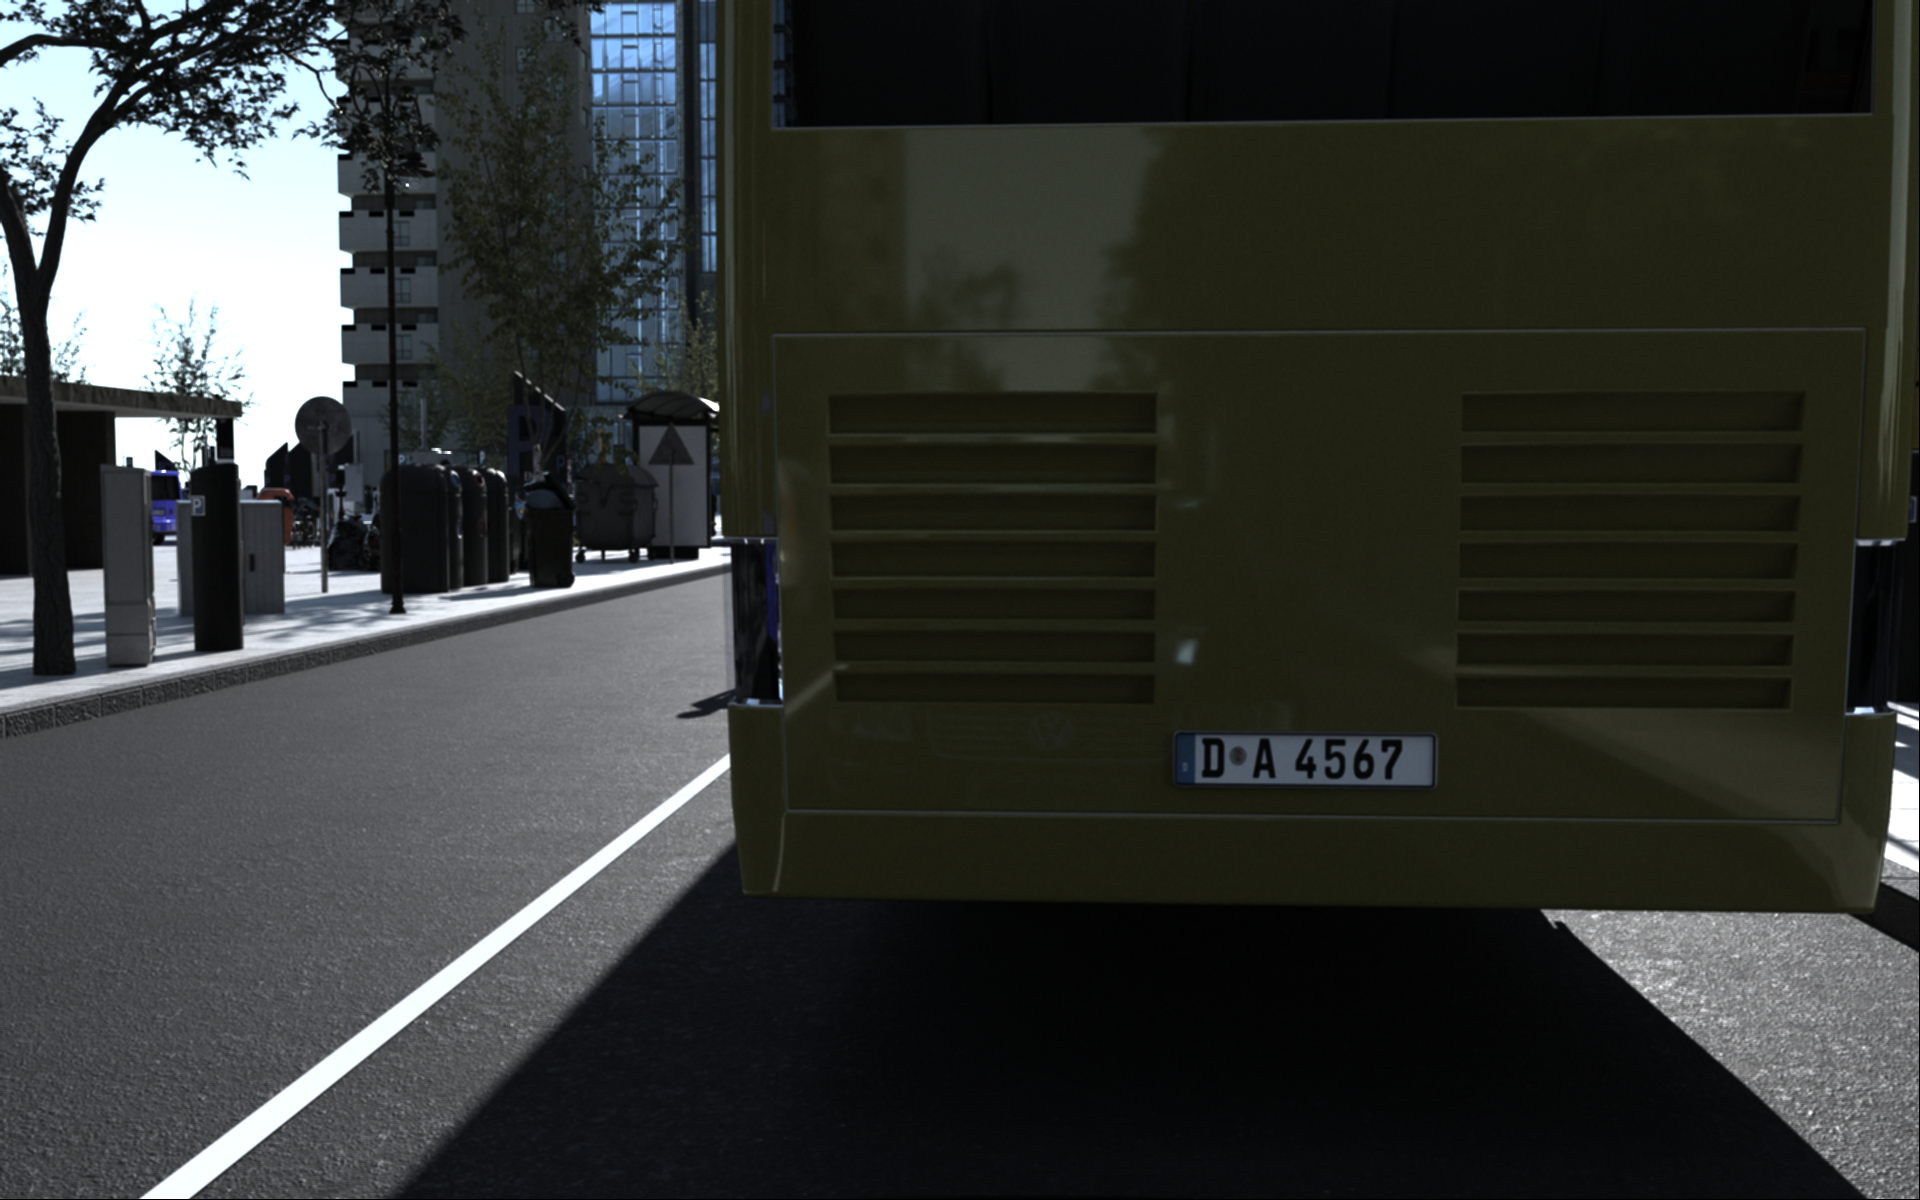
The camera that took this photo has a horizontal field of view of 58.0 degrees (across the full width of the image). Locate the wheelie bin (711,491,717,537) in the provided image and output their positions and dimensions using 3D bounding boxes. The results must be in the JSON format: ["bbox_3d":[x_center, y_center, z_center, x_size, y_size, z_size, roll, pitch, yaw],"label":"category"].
[{"bbox_3d":[-7.729,-2.712,52.248,0.693,1.594,0.980,-2,4,-24],"label":"wheelie bin"}]

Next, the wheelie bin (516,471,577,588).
[{"bbox_3d":[-5.671,-0.979,23.915,0.693,1.594,0.980,-1,4,-20],"label":"wheelie bin"}]

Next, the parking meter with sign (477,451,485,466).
[{"bbox_3d":[-18.600,-4.521,70.180,1.738,3.016,0.543,1,4,10],"label":"parking meter with sign"}]

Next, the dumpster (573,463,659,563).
[{"bbox_3d":[-6.521,-1.653,32.778,1.264,1.857,1.865,0,4,4],"label":"dumpster"}]

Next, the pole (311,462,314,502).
[{"bbox_3d":[-40.580,-7.006,108.396,0.158,3.312,0.155,0,3,0],"label":"pole"}]

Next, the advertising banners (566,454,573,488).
[{"bbox_3d":[-17.151,-4.775,74.257,0.090,3.025,2.074,1,4,20],"label":"advertising banners"}]

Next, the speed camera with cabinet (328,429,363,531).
[{"bbox_3d":[-18.837,-3.588,53.005,0.660,3.252,2.038,-2,4,-33],"label":"speed camera with cabinet"}]

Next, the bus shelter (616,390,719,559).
[{"bbox_3d":[-5.542,-2.613,36.653,2.014,3.302,5.546,0,4,4],"label":"bus shelter"}]

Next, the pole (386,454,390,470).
[{"bbox_3d":[-29.466,-5.836,89.257,0.158,3.312,0.155,0,3,0],"label":"pole"}]

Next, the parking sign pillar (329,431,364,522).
[{"bbox_3d":[-26.091,-5.197,73.440,1.447,3.967,1.447,2,4,27],"label":"parking sign pillar"}]

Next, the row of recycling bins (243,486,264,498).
[{"bbox_3d":[-38.693,-5.264,93.176,3.534,1.692,1.069,-1,4,-15],"label":"row of recycling bins"}]

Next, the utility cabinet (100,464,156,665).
[{"bbox_3d":[-6.367,-0.283,13.305,0.318,1.500,1.173,-1,4,-23],"label":"utility cabinet"}]

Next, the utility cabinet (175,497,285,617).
[{"bbox_3d":[-7.757,-0.444,18.423,1.020,1.237,0.306,-2,4,-31],"label":"utility cabinet"}]

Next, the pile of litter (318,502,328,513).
[{"bbox_3d":[-42.596,-6.199,115.320,1.176,0.858,1.719,3,5,40],"label":"pile of litter"}]

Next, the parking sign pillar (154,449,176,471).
[{"bbox_3d":[-47.911,-7.106,104.652,1.447,3.967,1.447,2,4,31],"label":"parking sign pillar"}]

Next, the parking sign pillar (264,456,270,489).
[{"bbox_3d":[-34.995,-6.129,88.681,1.447,3.967,1.447,2,4,24],"label":"parking sign pillar"}]

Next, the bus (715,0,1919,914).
[{"bbox_3d":[1.099,-1.108,9.670,2.896,3.916,12.252,0,4,4],"label":"bus"}]

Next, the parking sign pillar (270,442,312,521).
[{"bbox_3d":[-29.342,-5.397,76.719,1.447,3.967,1.447,1,4,21],"label":"parking sign pillar"}]

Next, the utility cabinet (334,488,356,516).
[{"bbox_3d":[-23.881,-3.592,67.415,0.318,1.500,1.173,1,4,13],"label":"utility cabinet"}]

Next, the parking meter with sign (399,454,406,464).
[{"bbox_3d":[-23.633,-4.833,75.285,1.738,3.016,0.543,1,4,23],"label":"parking meter with sign"}]

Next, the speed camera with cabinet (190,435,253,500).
[{"bbox_3d":[-25.196,-3.961,59.104,0.660,3.252,2.038,2,4,31],"label":"speed camera with cabinet"}]

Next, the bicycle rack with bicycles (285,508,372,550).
[{"bbox_3d":[-15.035,-1.669,40.674,2.852,0.926,2.925,0,4,1],"label":"bicycle rack with bicycles"}]

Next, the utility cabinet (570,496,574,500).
[{"bbox_3d":[-15.462,-3.458,67.694,0.306,1.237,1.020,1,4,14],"label":"utility cabinet"}]

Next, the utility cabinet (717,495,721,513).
[{"bbox_3d":[-16.096,-6.421,116.142,0.306,1.237,1.020,-1,4,-14],"label":"utility cabinet"}]

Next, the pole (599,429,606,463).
[{"bbox_3d":[-11.171,-3.688,54.142,0.158,3.312,0.155,0,3,0],"label":"pole"}]

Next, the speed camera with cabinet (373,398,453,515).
[{"bbox_3d":[-11.030,-2.494,35.121,0.660,3.252,2.038,1,4,13],"label":"speed camera with cabinet"}]

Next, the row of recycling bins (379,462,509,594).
[{"bbox_3d":[-7.102,-1.025,23.878,1.069,1.692,3.534,0,4,2],"label":"row of recycling bins"}]

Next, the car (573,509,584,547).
[{"bbox_3d":[-10.544,-2.086,43.705,3.694,1.707,1.945,0,4,2],"label":"car"}]

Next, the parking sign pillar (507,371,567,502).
[{"bbox_3d":[-9.229,-3.015,37.763,1.447,3.967,1.447,2,4,25],"label":"parking sign pillar"}]

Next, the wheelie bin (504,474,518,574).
[{"bbox_3d":[-7.452,-1.219,27.834,0.980,1.594,0.693,0,4,-2],"label":"wheelie bin"}]

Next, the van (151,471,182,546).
[{"bbox_3d":[-23.308,-2.517,45.536,5.245,2.365,2.240,0,4,3],"label":"van"}]

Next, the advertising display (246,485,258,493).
[{"bbox_3d":[-49.859,-7.143,122.002,0.123,1.923,0.974,1,4,21],"label":"advertising display"}]
